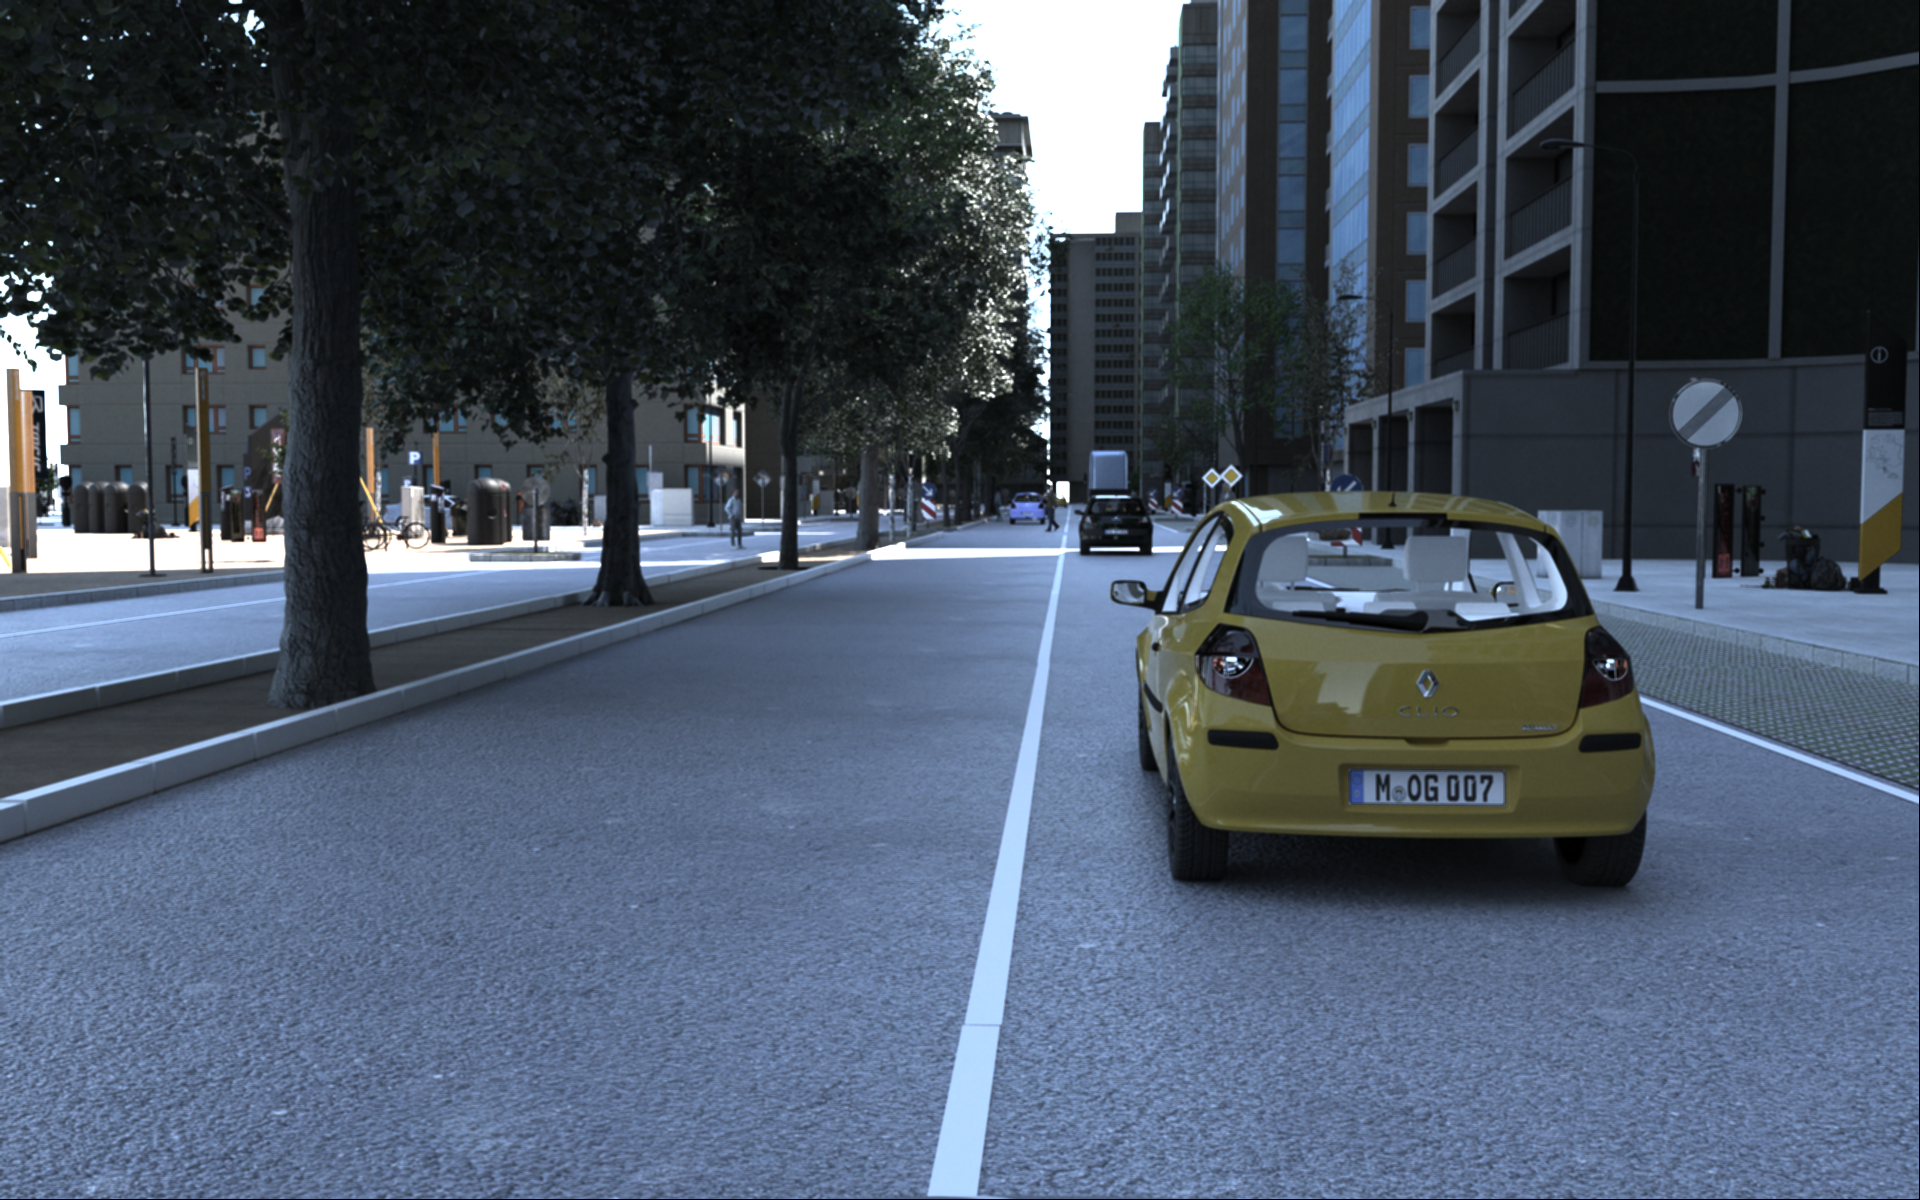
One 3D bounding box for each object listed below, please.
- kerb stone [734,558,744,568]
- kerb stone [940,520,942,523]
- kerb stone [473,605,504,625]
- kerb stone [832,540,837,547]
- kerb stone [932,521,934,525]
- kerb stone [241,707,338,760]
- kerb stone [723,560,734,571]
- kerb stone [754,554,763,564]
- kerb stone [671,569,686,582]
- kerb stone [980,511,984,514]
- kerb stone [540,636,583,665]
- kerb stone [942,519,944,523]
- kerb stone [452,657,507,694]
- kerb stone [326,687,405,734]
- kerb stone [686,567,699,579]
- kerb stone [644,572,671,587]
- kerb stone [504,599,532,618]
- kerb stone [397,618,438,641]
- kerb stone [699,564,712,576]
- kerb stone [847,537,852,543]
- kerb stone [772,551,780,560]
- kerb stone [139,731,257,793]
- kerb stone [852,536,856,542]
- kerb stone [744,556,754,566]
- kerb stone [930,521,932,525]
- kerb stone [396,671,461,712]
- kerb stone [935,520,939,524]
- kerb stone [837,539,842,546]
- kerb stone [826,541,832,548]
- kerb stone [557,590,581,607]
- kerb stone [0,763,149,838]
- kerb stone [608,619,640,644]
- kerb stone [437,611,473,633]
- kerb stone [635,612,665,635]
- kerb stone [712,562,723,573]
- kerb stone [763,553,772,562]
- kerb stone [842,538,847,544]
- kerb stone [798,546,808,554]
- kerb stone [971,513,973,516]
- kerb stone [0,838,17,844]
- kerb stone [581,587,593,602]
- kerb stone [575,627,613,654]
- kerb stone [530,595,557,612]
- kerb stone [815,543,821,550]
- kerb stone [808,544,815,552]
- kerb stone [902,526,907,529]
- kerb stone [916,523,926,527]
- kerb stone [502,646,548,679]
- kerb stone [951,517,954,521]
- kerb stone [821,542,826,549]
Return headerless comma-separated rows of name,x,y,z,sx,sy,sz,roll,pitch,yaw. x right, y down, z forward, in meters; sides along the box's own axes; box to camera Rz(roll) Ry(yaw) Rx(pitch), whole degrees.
kerb stone,-4.379,-0.689,33.513,0.120,0.150,1.000,0,4,4
kerb stone,-1.090,-3.791,84.180,0.120,0.150,1.000,0,4,4
kerb stone,-5.306,0.188,19.197,0.120,0.150,1.000,0,4,4
kerb stone,-3.524,-1.503,46.797,0.120,0.150,1.000,0,4,4
kerb stone,-1.420,-3.477,79.051,0.120,0.150,1.000,0,4,4
kerb stone,-3.812,0.757,9.821,0.120,0.150,1.000,0,4,4
kerb stone,-4.442,-0.627,32.493,0.120,0.150,1.000,0,4,4
kerb stone,-4.241,-0.815,35.565,0.120,0.150,1.000,0,4,4
kerb stone,-4.705,-0.374,28.397,0.120,0.150,1.000,0,4,4
kerb stone,1.764,-6.484,128.208,0.120,0.150,1.000,0,4,4
kerb stone,-3.476,0.444,14.933,0.120,0.150,1.000,0,4,4
kerb stone,-1.027,-3.854,85.211,0.120,0.150,1.000,0,4,4
kerb stone,-3.611,0.569,12.893,0.120,0.150,1.000,0,4,4
kerb stone,-3.745,0.694,10.841,0.120,0.150,1.000,0,4,4
kerb stone,-4.645,-0.442,29.419,0.120,0.150,1.000,0,4,4
kerb stone,-4.788,-0.317,27.378,0.120,0.150,1.000,0,4,4
kerb stone,-5.246,0.125,20.217,0.120,0.150,1.000,0,4,4
kerb stone,-5.440,0.308,17.157,0.120,0.150,1.000,0,4,4
kerb stone,-4.578,-0.505,30.450,0.120,0.150,1.000,0,4,4
kerb stone,-3.316,-1.691,49.859,0.120,0.150,1.000,0,4,4
kerb stone,-4.109,-0.941,37.605,0.120,0.150,1.000,0,4,4
kerb stone,-3.881,0.819,8.798,0.120,0.150,1.000,0,4,4
kerb stone,-3.250,-1.750,50.890,0.120,0.150,1.000,0,4,4
kerb stone,-4.310,-0.751,34.546,0.120,0.150,1.000,0,4,4
kerb stone,-1.490,-3.415,78.025,0.120,0.150,1.000,0,4,4
kerb stone,-3.677,0.632,11.869,0.120,0.150,1.000,0,4,4
kerb stone,-1.229,-3.666,82.129,0.120,0.150,1.000,0,4,4
kerb stone,-3.448,-1.567,47.819,0.120,0.150,1.000,0,4,4
kerb stone,-3.585,-1.441,45.776,0.120,0.150,1.000,0,4,4
kerb stone,-5.107,0.005,22.258,0.120,0.150,1.000,0,4,4
kerb stone,-3.944,0.882,7.774,0.120,0.150,1.000,0,4,4
kerb stone,-3.346,0.322,16.980,0.120,0.150,1.000,0,4,4
kerb stone,-5.370,0.247,18.177,0.120,0.150,1.000,0,4,4
kerb stone,-3.277,0.256,18.013,0.120,0.150,1.000,0,4,4
kerb stone,-4.506,-0.567,31.473,0.120,0.150,1.000,0,4,4
kerb stone,-4.174,-0.880,36.585,0.120,0.150,1.000,0,4,4
kerb stone,-3.382,-1.627,48.839,0.120,0.150,1.000,0,4,4
kerb stone,-3.849,-1.190,41.694,0.120,0.150,1.000,0,4,4
kerb stone,0.971,-5.731,115.927,0.120,0.150,1.000,0,4,4
kerb stone,-4.010,0.954,6.755,0.120,0.150,1.000,0,4,4
kerb stone,-5.041,-0.063,23.290,0.120,0.150,1.000,0,4,4
kerb stone,-3.411,0.382,15.953,0.120,0.150,1.000,0,4,4
kerb stone,-5.177,0.059,21.238,0.120,0.150,1.000,0,4,4
kerb stone,-3.705,-1.317,43.733,0.120,0.150,1.000,0,4,4
kerb stone,-3.781,-1.250,42.714,0.120,0.150,1.000,0,4,4
kerb stone,-2.091,-2.851,68.814,0.120,0.150,1.000,0,4,4
kerb stone,-1.688,-3.227,74.962,0.120,0.150,1.000,0,4,4
kerb stone,-3.541,0.507,13.913,0.120,0.150,1.000,0,4,4
kerb stone,-0.362,-4.476,95.480,0.120,0.150,1.000,0,4,4
kerb stone,-3.649,-1.378,44.753,0.120,0.150,1.000,0,4,4
